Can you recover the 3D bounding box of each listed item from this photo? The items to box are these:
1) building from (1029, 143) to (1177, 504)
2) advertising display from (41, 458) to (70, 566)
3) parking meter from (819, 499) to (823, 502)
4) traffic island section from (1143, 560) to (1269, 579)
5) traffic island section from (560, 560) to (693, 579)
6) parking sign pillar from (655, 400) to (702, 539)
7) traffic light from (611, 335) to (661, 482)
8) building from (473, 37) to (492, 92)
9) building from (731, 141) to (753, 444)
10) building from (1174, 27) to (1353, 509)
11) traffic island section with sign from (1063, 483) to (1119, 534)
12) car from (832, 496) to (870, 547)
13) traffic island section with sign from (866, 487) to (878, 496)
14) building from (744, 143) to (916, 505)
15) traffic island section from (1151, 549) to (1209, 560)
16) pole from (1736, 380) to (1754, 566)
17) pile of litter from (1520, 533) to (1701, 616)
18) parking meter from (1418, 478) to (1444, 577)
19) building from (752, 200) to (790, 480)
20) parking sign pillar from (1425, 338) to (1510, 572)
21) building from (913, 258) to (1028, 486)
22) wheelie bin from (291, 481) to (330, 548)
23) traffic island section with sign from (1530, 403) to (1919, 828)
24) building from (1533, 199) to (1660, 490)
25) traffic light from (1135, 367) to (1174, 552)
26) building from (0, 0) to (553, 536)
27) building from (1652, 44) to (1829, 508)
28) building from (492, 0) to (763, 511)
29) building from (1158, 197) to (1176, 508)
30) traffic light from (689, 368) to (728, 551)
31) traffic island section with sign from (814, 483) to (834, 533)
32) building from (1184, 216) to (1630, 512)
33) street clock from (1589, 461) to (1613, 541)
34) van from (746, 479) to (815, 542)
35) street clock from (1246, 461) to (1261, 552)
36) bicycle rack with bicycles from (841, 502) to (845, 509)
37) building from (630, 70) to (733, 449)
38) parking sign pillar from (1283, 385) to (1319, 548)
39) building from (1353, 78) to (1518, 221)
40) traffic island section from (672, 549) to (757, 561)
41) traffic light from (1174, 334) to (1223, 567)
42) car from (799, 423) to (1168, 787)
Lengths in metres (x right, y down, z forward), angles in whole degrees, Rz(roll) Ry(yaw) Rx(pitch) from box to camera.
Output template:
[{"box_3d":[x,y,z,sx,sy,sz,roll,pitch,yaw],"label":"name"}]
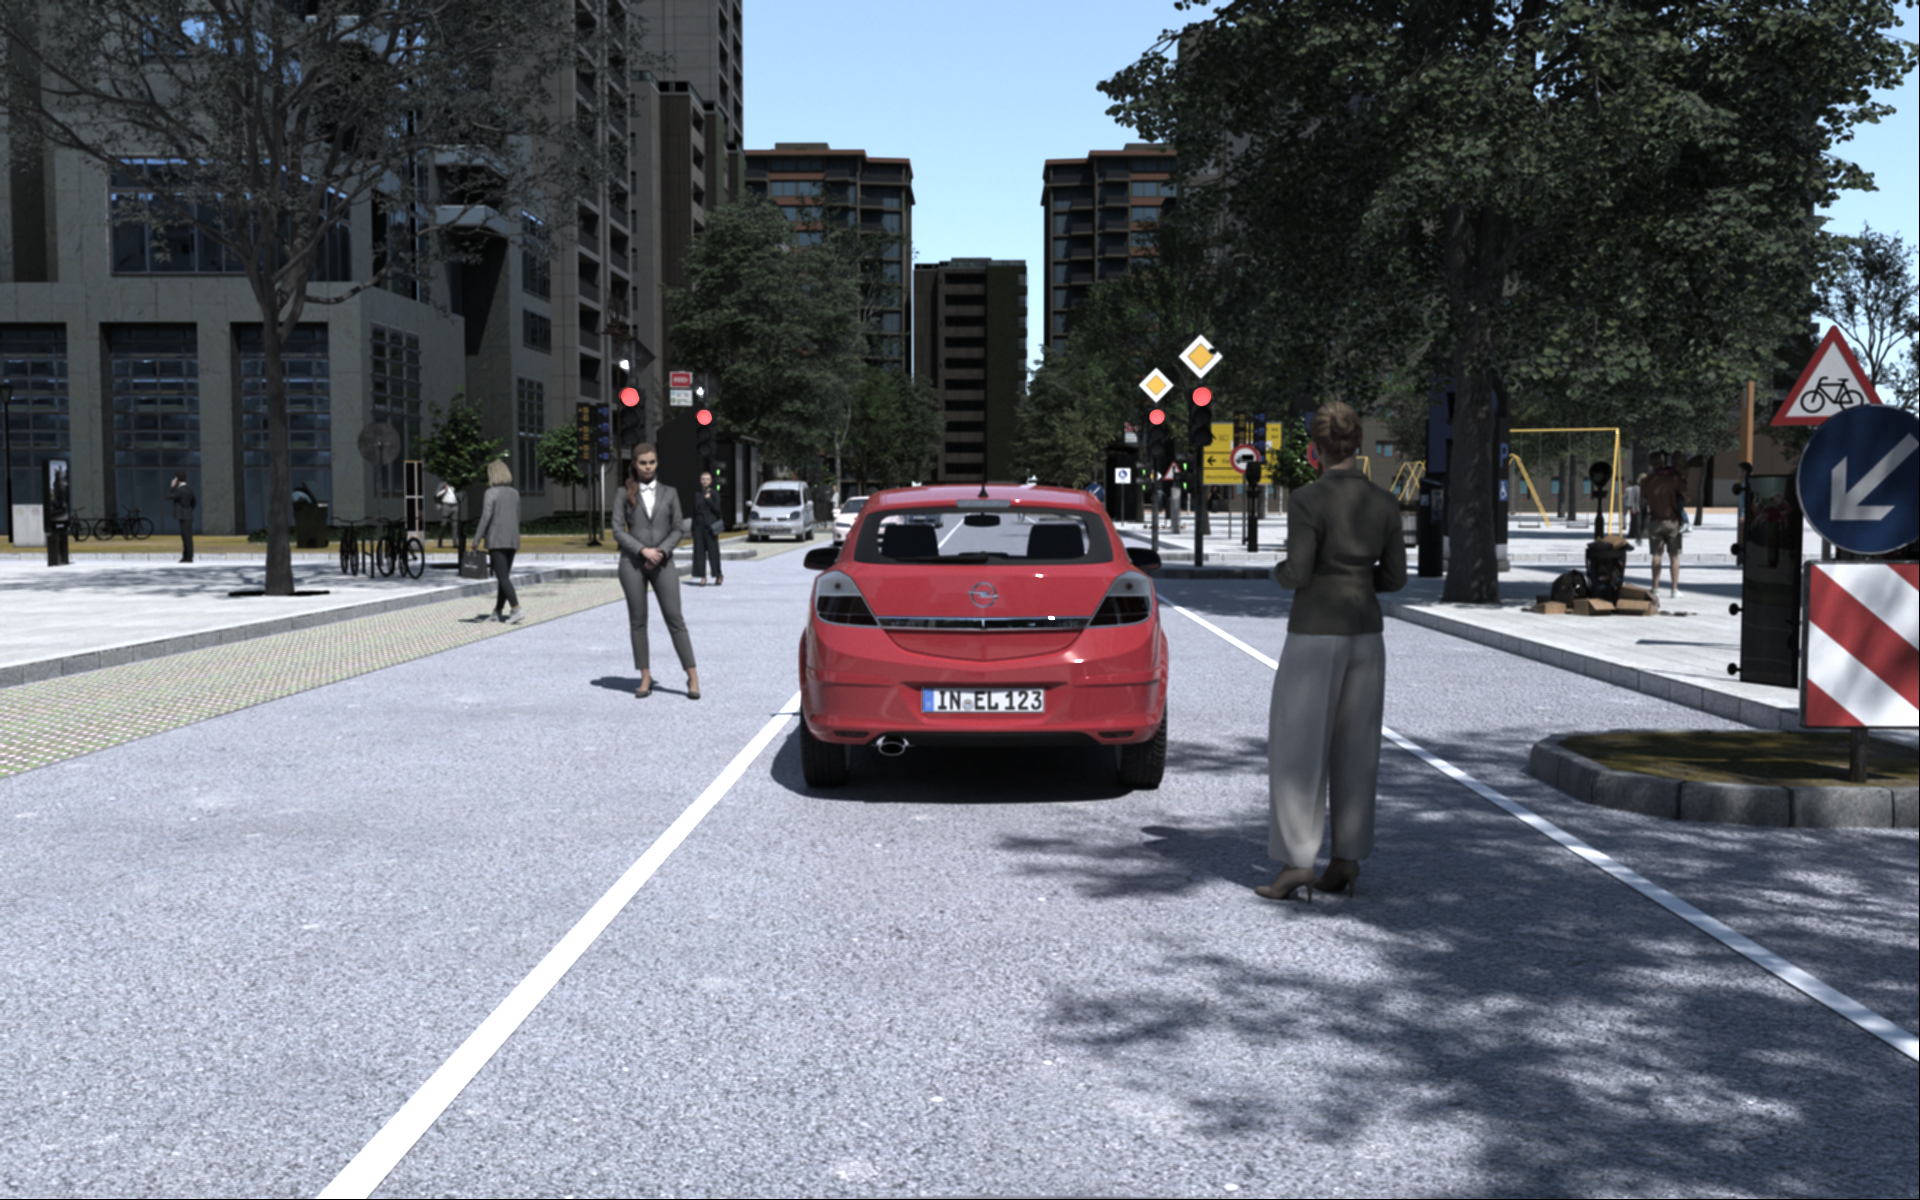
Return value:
[{"box_3d":[23.156,-34.516,218.962,28.867,44.769,22.147,0,4,1],"label":"building"},{"box_3d":[-16.203,-1.581,31.065,0.123,1.923,0.974,-1,4,-9],"label":"advertising display"},{"box_3d":[-8.486,-5.915,105.120,0.372,1.533,0.369,0,3,0],"label":"parking meter"},{"box_3d":[4.245,-0.512,30.650,2.009,0.180,2.903,0,4,1],"label":"traffic island section"},{"box_3d":[-5.795,-0.522,30.811,2.009,0.180,2.903,0,4,1],"label":"traffic island section"},{"box_3d":[-8.082,-3.744,49.682,1.447,3.967,1.447,-2,4,-24],"label":"parking sign pillar"},{"box_3d":[-5.755,-2.554,30.676,0.839,4.253,0.868,0,4,1],"label":"traffic light"},{"box_3d":[-28.376,-40.564,101.467,20.563,71.187,20.611,0,4,1],"label":"building"},{"box_3d":[-24.621,-22.278,135.953,14.160,30.474,14.107,0,4,1],"label":"building"},{"box_3d":[26.269,-28.887,155.901,14.154,41.232,14.086,0,4,1],"label":"building"},{"box_3d":[4.756,-3.340,63.230,1.989,1.847,2.006,0,4,1],"label":"traffic island section with sign"},{"box_3d":[-2.533,-2.228,48.784,2.083,1.381,4.827,0,3,0],"label":"car"},{"box_3d":[-4.537,-5.042,91.063,1.989,1.847,2.006,0,4,1],"label":"traffic island section with sign"},{"box_3d":[-20.308,-34.501,218.707,28.867,44.769,22.147,0,4,1],"label":"building"},{"box_3d":[4.369,-1.000,38.634,2.009,0.180,2.903,0,4,1],"label":"traffic island section"},{"box_3d":[14.006,-2.265,30.879,0.158,3.312,0.155,0,3,0],"label":"pole"},{"box_3d":[6.972,-0.283,18.594,1.719,0.858,1.176,3,4,36],"label":"pile of litter"},{"box_3d":[7.288,-1.124,26.790,0.372,1.533,0.369,0,3,0],"label":"parking meter"},{"box_3d":[-24.248,-24.486,172.051,14.107,30.474,14.160,0,4,1],"label":"building"},{"box_3d":[8.457,-2.472,28.886,1.447,3.967,1.447,3,5,41],"label":"parking sign pillar"},{"box_3d":[1.254,-27.086,214.560,14.107,30.474,14.160,0,4,1],"label":"building"},{"box_3d":[-15.438,-2.030,41.099,0.693,1.594,0.980,0,4,7],"label":"wheelie bin"},{"box_3d":[3.906,0.015,8.379,1.989,1.847,2.006,0,4,1],"label":"traffic island section with sign"},{"box_3d":[59.632,-24.396,170.583,14.107,30.474,14.160,0,4,1],"label":"building"},{"box_3d":[4.329,-3.034,38.521,0.839,4.253,0.868,0,4,1],"label":"traffic light"},{"box_3d":[-29.087,-46.070,65.910,22.319,86.520,31.000,0,4,1],"label":"building"},{"box_3d":[74.330,-31.824,170.440,14.200,45.320,14.600,0,4,1],"label":"building"},{"box_3d":[-27.676,-43.672,152.292,20.563,71.187,20.611,0,4,1],"label":"building"},{"box_3d":[26.415,-24.402,170.674,14.160,30.474,14.107,0,4,1],"label":"building"},{"box_3d":[-5.631,-3.042,38.660,0.839,4.253,0.868,0,4,1],"label":"traffic light"},{"box_3d":[-4.949,-3.393,64.107,1.989,1.847,2.006,0,4,1],"label":"traffic island section with sign"},{"box_3d":[33.036,-17.731,134.943,27.650,21.520,28.899,0,4,1],"label":"building"},{"box_3d":[14.189,-2.070,38.410,0.471,2.002,0.358,1,4,12],"label":"street clock"},{"box_3d":[-5.376,-2.770,52.298,2.013,2.044,4.112,0,4,1],"label":"van"},{"box_3d":[6.460,-2.055,38.165,0.358,2.002,0.471,0,4,-6],"label":"street clock"},{"box_3d":[-8.542,-6.076,112.729,2.925,0.926,2.852,0,4,-8],"label":"bicycle rack with bicycles"},{"box_3d":[-24.405,-21.417,121.866,14.160,30.474,14.107,0,4,1],"label":"building"},{"box_3d":[8.497,-3.241,41.462,1.447,3.967,1.447,-2,4,-33],"label":"parking sign pillar"},{"box_3d":[45.529,-29.747,169.957,14.086,41.232,14.154,0,4,1],"label":"building"},{"box_3d":[-5.671,-1.010,38.795,2.009,0.180,2.903,0,4,1],"label":"traffic island section"},{"box_3d":[4.205,-2.545,30.537,0.839,4.253,0.868,0,4,1],"label":"traffic light"},{"box_3d":[0.129,-0.056,9.962,2.155,1.783,4.494,0,4,1],"label":"car"}]
